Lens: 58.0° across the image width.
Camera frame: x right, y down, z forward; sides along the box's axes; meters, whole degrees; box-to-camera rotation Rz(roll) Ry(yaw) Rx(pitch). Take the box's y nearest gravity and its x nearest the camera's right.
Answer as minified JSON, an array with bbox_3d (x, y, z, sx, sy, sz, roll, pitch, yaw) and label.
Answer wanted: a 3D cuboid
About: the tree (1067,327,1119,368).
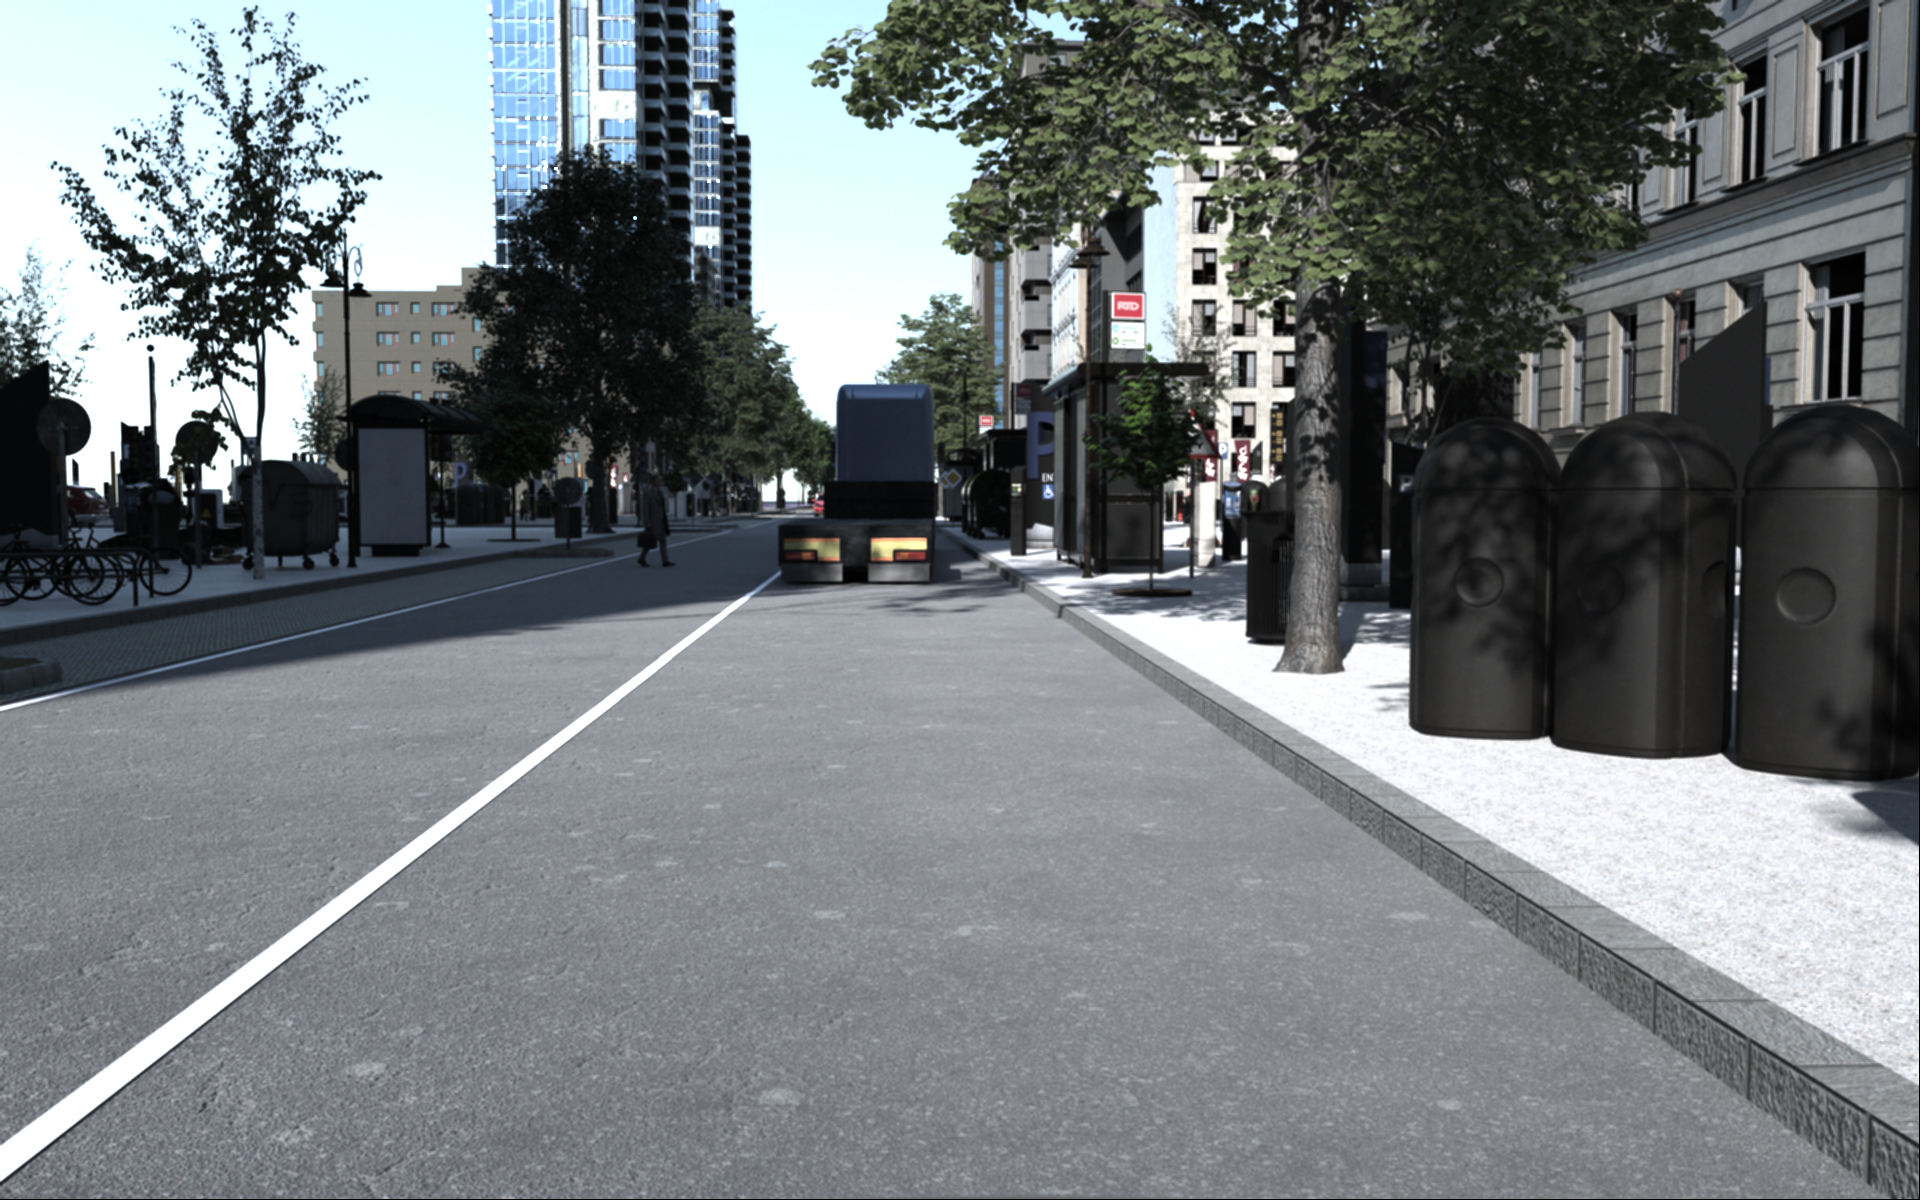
[{"bbox_3d":[5.732,-7.665,75.678,4.360,8.622,3.978,0,3,0],"label":"tree"}]

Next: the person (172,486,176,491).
[{"bbox_3d":[-30.512,-3.545,67.136,0.731,1.740,0.598,0,4,8],"label":"person"}]

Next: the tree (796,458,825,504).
[{"bbox_3d":[-19.875,-16.777,224.665,4.360,8.622,3.978,0,3,0],"label":"tree"}]

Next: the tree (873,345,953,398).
[{"bbox_3d":[-3.966,-21.960,214.934,12.611,20.169,13.585,0,3,0],"label":"tree"}]

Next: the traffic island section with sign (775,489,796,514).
[{"bbox_3d":[-12.667,-7.000,123.079,1.989,1.847,2.006,0,4,-3],"label":"traffic island section with sign"}]

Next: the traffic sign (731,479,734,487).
[{"bbox_3d":[-18.238,-8.355,136.703,0.768,2.556,0.104,0,4,1],"label":"traffic sign"}]

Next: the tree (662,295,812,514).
[{"bbox_3d":[-14.967,-12.455,110.294,9.857,13.997,8.962,0,3,0],"label":"tree"}]

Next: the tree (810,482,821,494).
[{"bbox_3d":[-21.455,-16.009,256.340,1.663,3.219,1.824,0,3,0],"label":"tree"}]

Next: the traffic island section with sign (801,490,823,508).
[{"bbox_3d":[-14.877,-10.081,173.446,1.989,1.847,2.006,0,4,-3],"label":"traffic island section with sign"}]

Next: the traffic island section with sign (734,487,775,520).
[{"bbox_3d":[-11.481,-5.353,96.150,1.989,1.847,2.006,0,4,-3],"label":"traffic island section with sign"}]

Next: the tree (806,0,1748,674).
[{"bbox_3d":[2.479,-5.779,12.610,7.486,12.596,7.792,0,3,0],"label":"tree"}]

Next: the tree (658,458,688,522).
[{"bbox_3d":[-13.227,-5.282,80.965,1.663,3.219,1.824,0,3,0],"label":"tree"}]

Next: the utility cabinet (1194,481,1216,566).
[{"bbox_3d":[4.307,-1.350,30.757,0.318,1.500,1.173,0,4,1],"label":"utility cabinet"}]

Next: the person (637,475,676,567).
[{"bbox_3d":[-5.991,-1.563,34.160,0.767,1.812,0.694,2,4,27],"label":"person"}]

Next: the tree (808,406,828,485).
[{"bbox_3d":[-17.202,-15.062,163.277,9.611,12.733,9.660,0,3,0],"label":"tree"}]

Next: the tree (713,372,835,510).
[{"bbox_3d":[-16.437,-13.147,140.712,9.928,11.665,9.643,0,3,0],"label":"tree"}]

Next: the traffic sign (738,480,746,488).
[{"bbox_3d":[-18.499,-8.943,146.318,0.768,2.556,0.104,0,4,2],"label":"traffic sign"}]

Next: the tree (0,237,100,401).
[{"bbox_3d":[-27.281,-6.109,50.250,4.360,8.622,3.978,0,3,0],"label":"tree"}]

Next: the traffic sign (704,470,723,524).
[{"bbox_3d":[-10.448,-4.268,73.421,0.795,2.450,0.064,0,4,-3],"label":"traffic sign"}]

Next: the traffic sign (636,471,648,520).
[{"bbox_3d":[-15.576,-5.157,84.419,0.768,2.556,0.104,0,4,3],"label":"traffic sign"}]

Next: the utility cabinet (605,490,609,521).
[{"bbox_3d":[-16.672,-4.462,81.633,0.318,1.500,1.173,0,4,-8],"label":"utility cabinet"}]

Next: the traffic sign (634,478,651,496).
[{"bbox_3d":[-16.050,-5.355,87.561,0.884,2.594,0.081,0,4,6],"label":"traffic sign"}]

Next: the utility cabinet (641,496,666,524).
[{"bbox_3d":[-12.940,-3.793,73.185,1.020,1.237,0.306,0,4,-4],"label":"utility cabinet"}]

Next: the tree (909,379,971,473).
[{"bbox_3d":[-3.096,-15.753,167.925,12.009,13.543,11.850,0,3,0],"label":"tree"}]

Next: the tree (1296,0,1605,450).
[{"bbox_3d":[6.927,-4.569,25.067,4.360,8.622,3.978,0,3,0],"label":"tree"}]

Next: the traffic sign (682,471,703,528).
[{"bbox_3d":[-10.096,-3.780,65.444,0.795,2.450,0.064,0,4,-3],"label":"traffic sign"}]

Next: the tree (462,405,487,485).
[{"bbox_3d":[-36.724,-10.646,124.417,4.737,8.622,4.395,0,3,0],"label":"tree"}]

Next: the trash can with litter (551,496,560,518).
[{"bbox_3d":[-22.157,-5.102,94.802,0.624,1.170,1.055,0,4,-5],"label":"trash can with litter"}]

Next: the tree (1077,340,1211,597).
[{"bbox_3d":[2.303,-1.675,21.986,1.663,3.219,1.824,0,3,0],"label":"tree"}]

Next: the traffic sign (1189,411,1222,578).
[{"bbox_3d":[3.528,-1.609,26.316,0.884,2.594,0.081,0,4,5],"label":"traffic sign"}]

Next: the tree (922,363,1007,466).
[{"bbox_3d":[-1.214,-11.043,114.973,8.767,10.594,7.601,0,4,-3],"label":"tree"}]

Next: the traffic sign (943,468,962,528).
[{"bbox_3d":[-0.261,-3.805,65.855,0.795,2.450,0.064,0,4,-3],"label":"traffic sign"}]

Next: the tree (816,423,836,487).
[{"bbox_3d":[-23.462,-24.423,305.974,9.857,13.997,8.962,0,3,0],"label":"tree"}]

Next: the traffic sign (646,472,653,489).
[{"bbox_3d":[-15.950,-5.360,88.820,0.795,2.450,0.064,0,3,0],"label":"traffic sign"}]

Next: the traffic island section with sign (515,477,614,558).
[{"bbox_3d":[-8.978,-1.891,39.553,1.989,1.847,2.006,0,4,-3],"label":"traffic island section with sign"}]

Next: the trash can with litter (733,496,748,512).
[{"bbox_3d":[-15.862,-6.998,125.802,1.055,1.170,0.624,2,4,30],"label":"trash can with litter"}]

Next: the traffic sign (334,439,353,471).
[{"bbox_3d":[-13.767,-2.387,39.141,0.768,2.556,0.104,0,4,6],"label":"traffic sign"}]

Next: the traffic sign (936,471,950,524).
[{"bbox_3d":[-0.612,-4.293,73.832,0.795,2.450,0.064,0,4,-3],"label":"traffic sign"}]

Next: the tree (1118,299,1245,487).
[{"bbox_3d":[8.626,-6.985,64.570,4.360,8.622,3.978,0,3,0],"label":"tree"}]

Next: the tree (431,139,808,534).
[{"bbox_3d":[-11.857,-8.515,56.234,9.611,12.733,9.660,0,3,0],"label":"tree"}]

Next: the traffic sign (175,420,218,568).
[{"bbox_3d":[-13.176,-1.823,29.908,0.768,2.556,0.104,0,4,3],"label":"traffic sign"}]

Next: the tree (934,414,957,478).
[{"bbox_3d":[-1.291,-10.896,128.511,4.737,8.622,4.395,0,3,0],"label":"tree"}]

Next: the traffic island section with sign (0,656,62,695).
[{"bbox_3d":[-7.803,-0.244,12.623,1.989,1.847,2.006,0,4,-3],"label":"traffic island section with sign"}]

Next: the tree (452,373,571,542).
[{"bbox_3d":[-12.300,-3.886,47.251,4.285,4.588,4.351,0,3,0],"label":"tree"}]

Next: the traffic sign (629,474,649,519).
[{"bbox_3d":[-14.202,-4.686,76.627,0.884,2.594,0.081,0,4,5],"label":"traffic sign"}]

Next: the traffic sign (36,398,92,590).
[{"bbox_3d":[-11.905,-1.401,23.012,0.768,2.556,0.104,0,4,5],"label":"traffic sign"}]

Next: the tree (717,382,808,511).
[{"bbox_3d":[-15.343,-12.024,131.009,8.767,10.594,7.601,3,5,39],"label":"tree"}]

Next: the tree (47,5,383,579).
[{"bbox_3d":[-10.817,-4.620,25.893,4.737,8.622,4.395,0,3,0],"label":"tree"}]

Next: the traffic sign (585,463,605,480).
[{"bbox_3d":[-13.617,-3.947,64.634,0.768,2.556,0.104,0,4,5],"label":"traffic sign"}]

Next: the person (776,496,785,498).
[{"bbox_3d":[-23.488,-13.298,226.653,1.217,1.736,0.721,0,4,-6],"label":"person"}]
